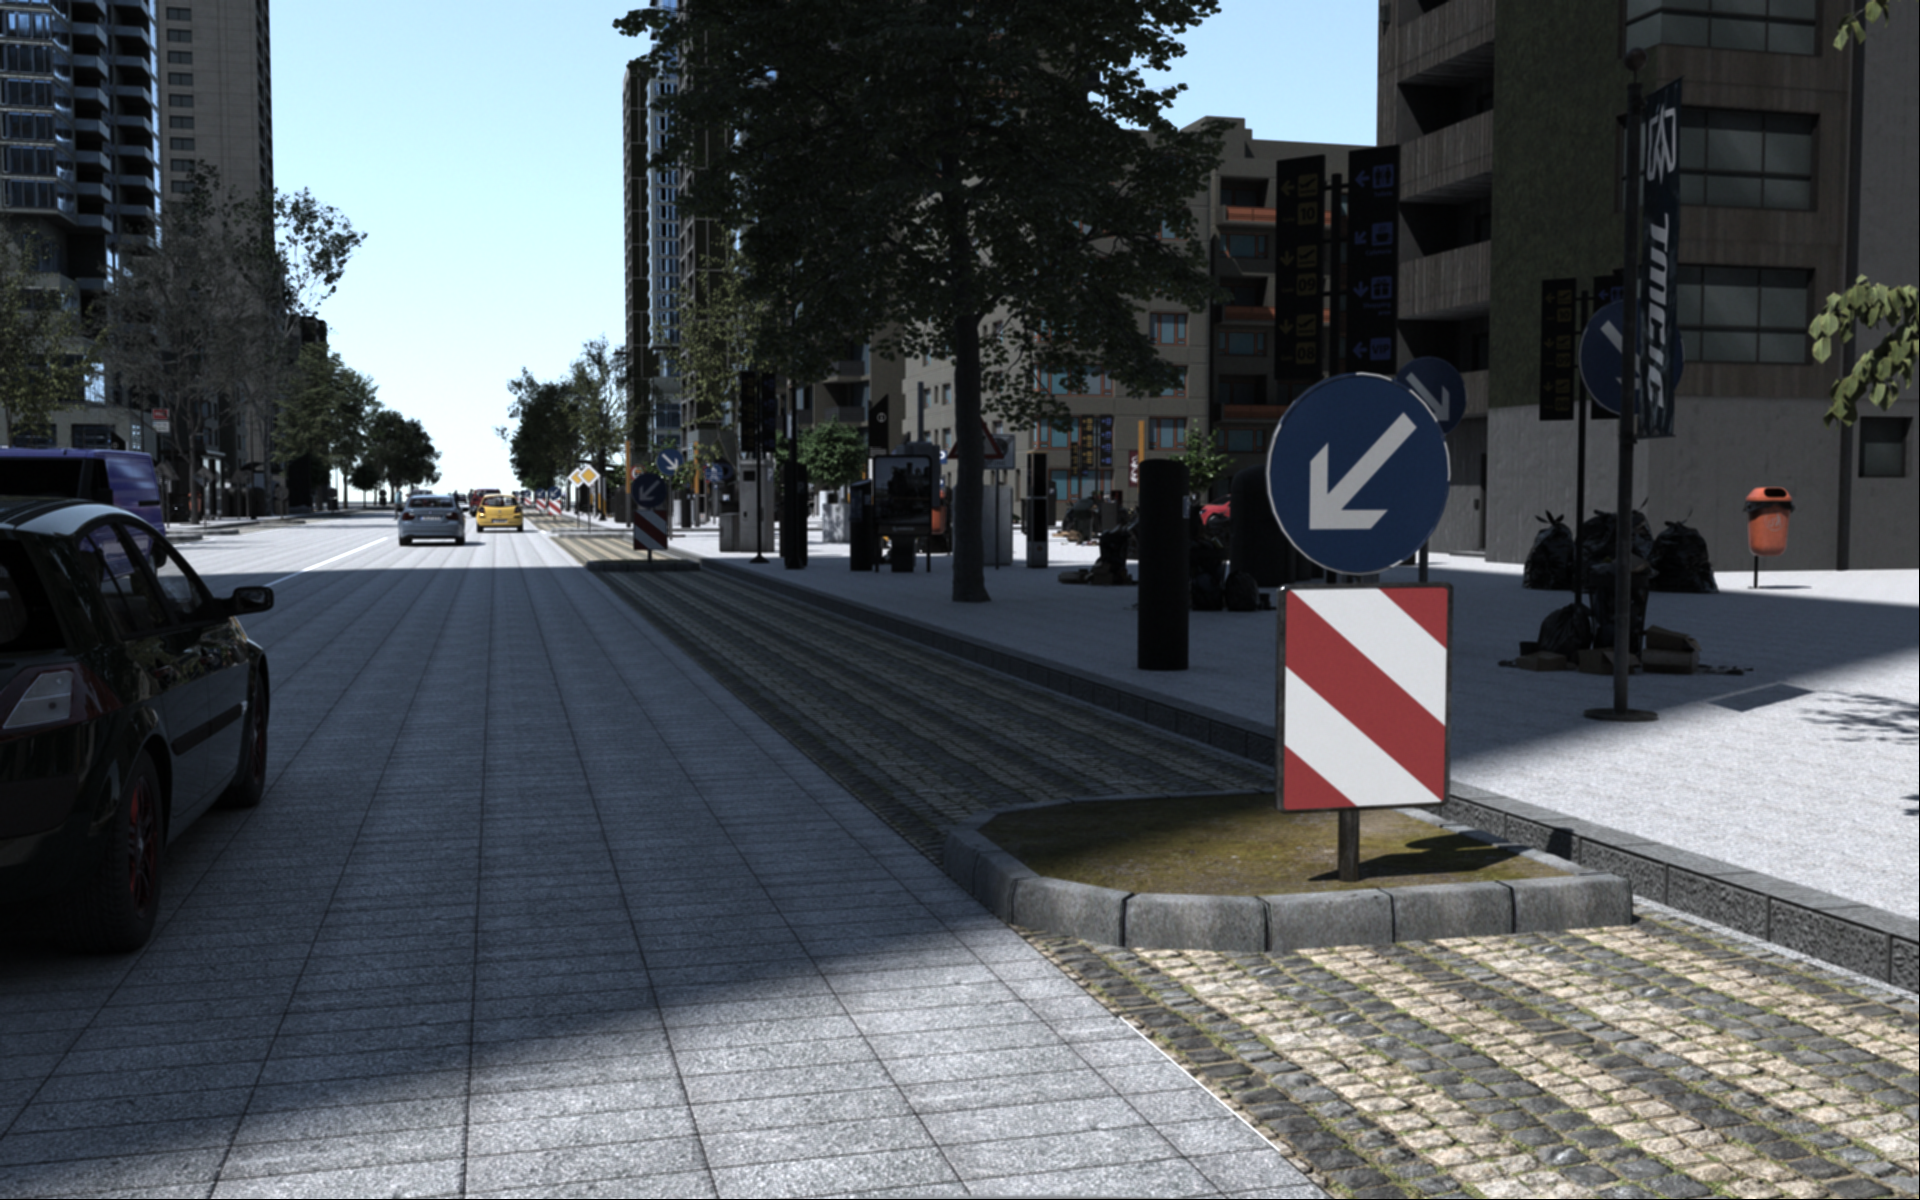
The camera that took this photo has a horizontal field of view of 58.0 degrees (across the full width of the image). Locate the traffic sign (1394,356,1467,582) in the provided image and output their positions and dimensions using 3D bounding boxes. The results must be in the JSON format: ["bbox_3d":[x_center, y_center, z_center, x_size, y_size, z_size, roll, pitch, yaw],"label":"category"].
[{"bbox_3d":[4.319,-0.978,16.100,0.768,2.556,0.104,-1,4,-12],"label":"traffic sign"}]

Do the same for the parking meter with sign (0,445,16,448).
[{"bbox_3d":[-33.607,-3.947,60.796,0.543,3.016,1.738,-1,4,-16],"label":"parking meter with sign"}]

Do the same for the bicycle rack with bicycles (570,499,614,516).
[{"bbox_3d":[-21.804,-5.564,104.360,2.925,0.926,2.852,0,3,0],"label":"bicycle rack with bicycles"}]

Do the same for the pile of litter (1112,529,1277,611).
[{"bbox_3d":[2.706,-0.328,19.336,1.719,0.858,1.176,1,4,19],"label":"pile of litter"}]

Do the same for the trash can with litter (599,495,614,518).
[{"bbox_3d":[-18.590,-5.140,95.103,2.233,1.210,1.678,0,4,2],"label":"trash can with litter"}]

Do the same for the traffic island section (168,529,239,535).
[{"bbox_3d":[-26.713,-2.385,61.268,2.009,0.180,2.903,-1,4,-15],"label":"traffic island section"}]

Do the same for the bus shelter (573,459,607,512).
[{"bbox_3d":[-25.814,-7.891,120.296,1.731,3.624,6.357,-1,4,-15],"label":"bus shelter"}]

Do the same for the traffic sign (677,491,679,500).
[{"bbox_3d":[-14.857,-5.571,91.195,0.768,2.556,0.104,-1,4,-11],"label":"traffic sign"}]

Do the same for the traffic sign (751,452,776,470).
[{"bbox_3d":[-5.751,-3.091,50.647,0.768,2.556,0.104,0,4,-8],"label":"traffic sign"}]

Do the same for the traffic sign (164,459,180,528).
[{"bbox_3d":[-29.680,-3.966,64.848,0.884,2.594,0.081,0,4,-8],"label":"traffic sign"}]

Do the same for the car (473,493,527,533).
[{"bbox_3d":[-17.542,-3.413,66.031,2.015,1.641,3.980,-1,4,-15],"label":"car"}]

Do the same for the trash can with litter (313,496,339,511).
[{"bbox_3d":[-48.129,-7.341,131.079,2.233,1.210,1.678,0,4,-4],"label":"trash can with litter"}]

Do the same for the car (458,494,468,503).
[{"bbox_3d":[-77.452,-15.885,268.758,2.155,1.783,4.494,-1,4,-14],"label":"car"}]

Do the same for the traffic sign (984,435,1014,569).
[{"bbox_3d":[0.632,-1.668,29.394,0.606,2.300,0.079,-1,4,-12],"label":"traffic sign"}]

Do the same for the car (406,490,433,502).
[{"bbox_3d":[-46.276,-8.552,148.502,2.281,1.827,5.304,-1,4,-13],"label":"car"}]

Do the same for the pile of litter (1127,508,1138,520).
[{"bbox_3d":[5.630,-2.424,53.595,1.176,0.858,1.719,1,4,19],"label":"pile of litter"}]

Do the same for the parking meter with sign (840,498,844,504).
[{"bbox_3d":[-6.143,-5.882,92.437,0.543,3.016,1.738,0,4,3],"label":"parking meter with sign"}]

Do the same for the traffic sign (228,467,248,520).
[{"bbox_3d":[-35.074,-5.148,84.167,0.884,2.594,0.081,-1,4,-14],"label":"traffic sign"}]

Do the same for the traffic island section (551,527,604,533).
[{"bbox_3d":[-14.208,-2.588,64.593,2.009,0.180,2.903,-1,4,-15],"label":"traffic island section"}]

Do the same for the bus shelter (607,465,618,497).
[{"bbox_3d":[-27.480,-8.834,135.718,1.731,3.624,6.357,-1,4,-15],"label":"bus shelter"}]

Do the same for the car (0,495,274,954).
[{"bbox_3d":[-3.738,0.197,6.567,2.009,1.686,4.222,-1,4,-15],"label":"car"}]

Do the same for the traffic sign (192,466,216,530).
[{"bbox_3d":[-26.692,-3.521,61.212,0.795,2.450,0.064,-1,4,-15],"label":"traffic sign"}]

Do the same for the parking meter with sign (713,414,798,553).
[{"bbox_3d":[-4.466,-2.556,38.047,1.738,3.016,0.543,1,4,21],"label":"parking meter with sign"}]

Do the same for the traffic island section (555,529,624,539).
[{"bbox_3d":[-12.145,-2.116,56.878,2.009,0.180,2.903,-1,4,-15],"label":"traffic island section"}]

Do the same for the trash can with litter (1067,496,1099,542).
[{"bbox_3d":[3.292,-2.161,46.718,0.624,1.170,1.055,2,4,24],"label":"trash can with litter"}]

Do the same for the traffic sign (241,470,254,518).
[{"bbox_3d":[-37.419,-5.553,90.892,0.768,2.556,0.104,0,4,-5],"label":"traffic sign"}]

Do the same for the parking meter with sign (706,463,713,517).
[{"bbox_3d":[-13.545,-6.184,97.363,0.543,3.016,1.738,2,4,27],"label":"parking meter with sign"}]

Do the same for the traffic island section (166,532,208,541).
[{"bbox_3d":[-24.651,-1.913,53.553,2.009,0.180,2.903,-1,4,-15],"label":"traffic island section"}]

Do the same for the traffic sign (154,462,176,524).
[{"bbox_3d":[-24.630,-3.049,53.497,0.795,2.450,0.064,-1,4,-15],"label":"traffic sign"}]

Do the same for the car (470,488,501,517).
[{"bbox_3d":[-30.210,-6.250,110.862,2.281,1.827,5.304,-1,4,-14],"label":"car"}]

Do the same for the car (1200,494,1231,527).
[{"bbox_3d":[10.648,-3.513,66.481,4.494,1.783,2.155,-1,4,-16],"label":"car"}]

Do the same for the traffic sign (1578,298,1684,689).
[{"bbox_3d":[4.348,-0.687,11.334,0.768,2.556,0.104,-1,4,-13],"label":"traffic sign"}]

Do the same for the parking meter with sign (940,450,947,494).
[{"bbox_3d":[-0.805,-4.394,68.109,0.543,3.016,1.738,0,4,2],"label":"parking meter with sign"}]

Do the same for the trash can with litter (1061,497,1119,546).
[{"bbox_3d":[3.537,-1.983,43.480,1.678,1.210,2.233,-3,5,-44],"label":"trash can with litter"}]

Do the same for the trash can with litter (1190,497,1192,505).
[{"bbox_3d":[9.614,-3.799,73.495,0.624,1.170,1.055,-2,4,-25],"label":"trash can with litter"}]

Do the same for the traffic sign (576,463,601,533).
[{"bbox_3d":[-12.166,-3.251,56.795,0.795,2.450,0.064,-1,4,-15],"label":"traffic sign"}]

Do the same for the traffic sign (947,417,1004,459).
[{"bbox_3d":[0.230,-1.610,26.333,0.884,2.594,0.081,-1,4,-12],"label":"traffic sign"}]

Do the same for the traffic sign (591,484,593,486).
[{"bbox_3d":[-24.311,-7.047,115.224,0.884,2.594,0.081,0,4,-7],"label":"traffic sign"}]

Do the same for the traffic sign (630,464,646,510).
[{"bbox_3d":[-13.843,-4.553,74.554,0.768,2.556,0.104,-1,4,-13],"label":"traffic sign"}]

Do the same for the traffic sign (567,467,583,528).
[{"bbox_3d":[-14.228,-3.723,64.510,0.795,2.450,0.064,-1,4,-15],"label":"traffic sign"}]

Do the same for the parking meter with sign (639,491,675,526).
[{"bbox_3d":[-12.265,-4.498,69.798,0.543,3.016,1.738,2,4,26],"label":"parking meter with sign"}]

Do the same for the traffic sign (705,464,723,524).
[{"bbox_3d":[-10.400,-4.475,73.276,0.768,2.556,0.104,-1,4,-9],"label":"traffic sign"}]

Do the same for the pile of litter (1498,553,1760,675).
[{"bbox_3d":[4.881,0.079,12.672,1.719,0.858,1.176,2,4,31],"label":"pile of litter"}]

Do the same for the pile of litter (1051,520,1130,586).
[{"bbox_3d":[1.995,-0.663,24.807,1.176,0.858,1.719,0,4,-4],"label":"pile of litter"}]

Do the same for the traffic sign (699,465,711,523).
[{"bbox_3d":[-11.305,-4.722,77.310,0.768,2.556,0.104,-1,4,-14],"label":"traffic sign"}]

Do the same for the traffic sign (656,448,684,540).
[{"bbox_3d":[-8.039,-2.934,48.082,0.768,2.556,0.104,-1,4,-13],"label":"traffic sign"}]

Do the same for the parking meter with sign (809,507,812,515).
[{"bbox_3d":[-9.286,-6.614,104.401,1.738,3.016,0.543,-1,4,-11],"label":"parking meter with sign"}]

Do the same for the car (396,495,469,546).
[{"bbox_3d":[-15.001,-2.279,49.271,2.014,1.417,4.499,-1,4,-15],"label":"car"}]

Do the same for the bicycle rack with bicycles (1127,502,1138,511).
[{"bbox_3d":[13.924,-7.740,139.937,2.852,0.926,2.925,2,4,28],"label":"bicycle rack with bicycles"}]

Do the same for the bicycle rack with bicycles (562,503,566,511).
[{"bbox_3d":[-29.614,-7.373,133.933,2.852,0.926,2.925,-1,4,-20],"label":"bicycle rack with bicycles"}]

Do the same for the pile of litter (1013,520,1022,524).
[{"bbox_3d":[1.950,-3.680,74.132,1.176,0.858,1.719,-2,4,-31],"label":"pile of litter"}]

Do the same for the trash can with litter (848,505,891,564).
[{"bbox_3d":[-1.478,-1.250,31.819,1.055,1.170,0.624,-2,4,-34],"label":"trash can with litter"}]
